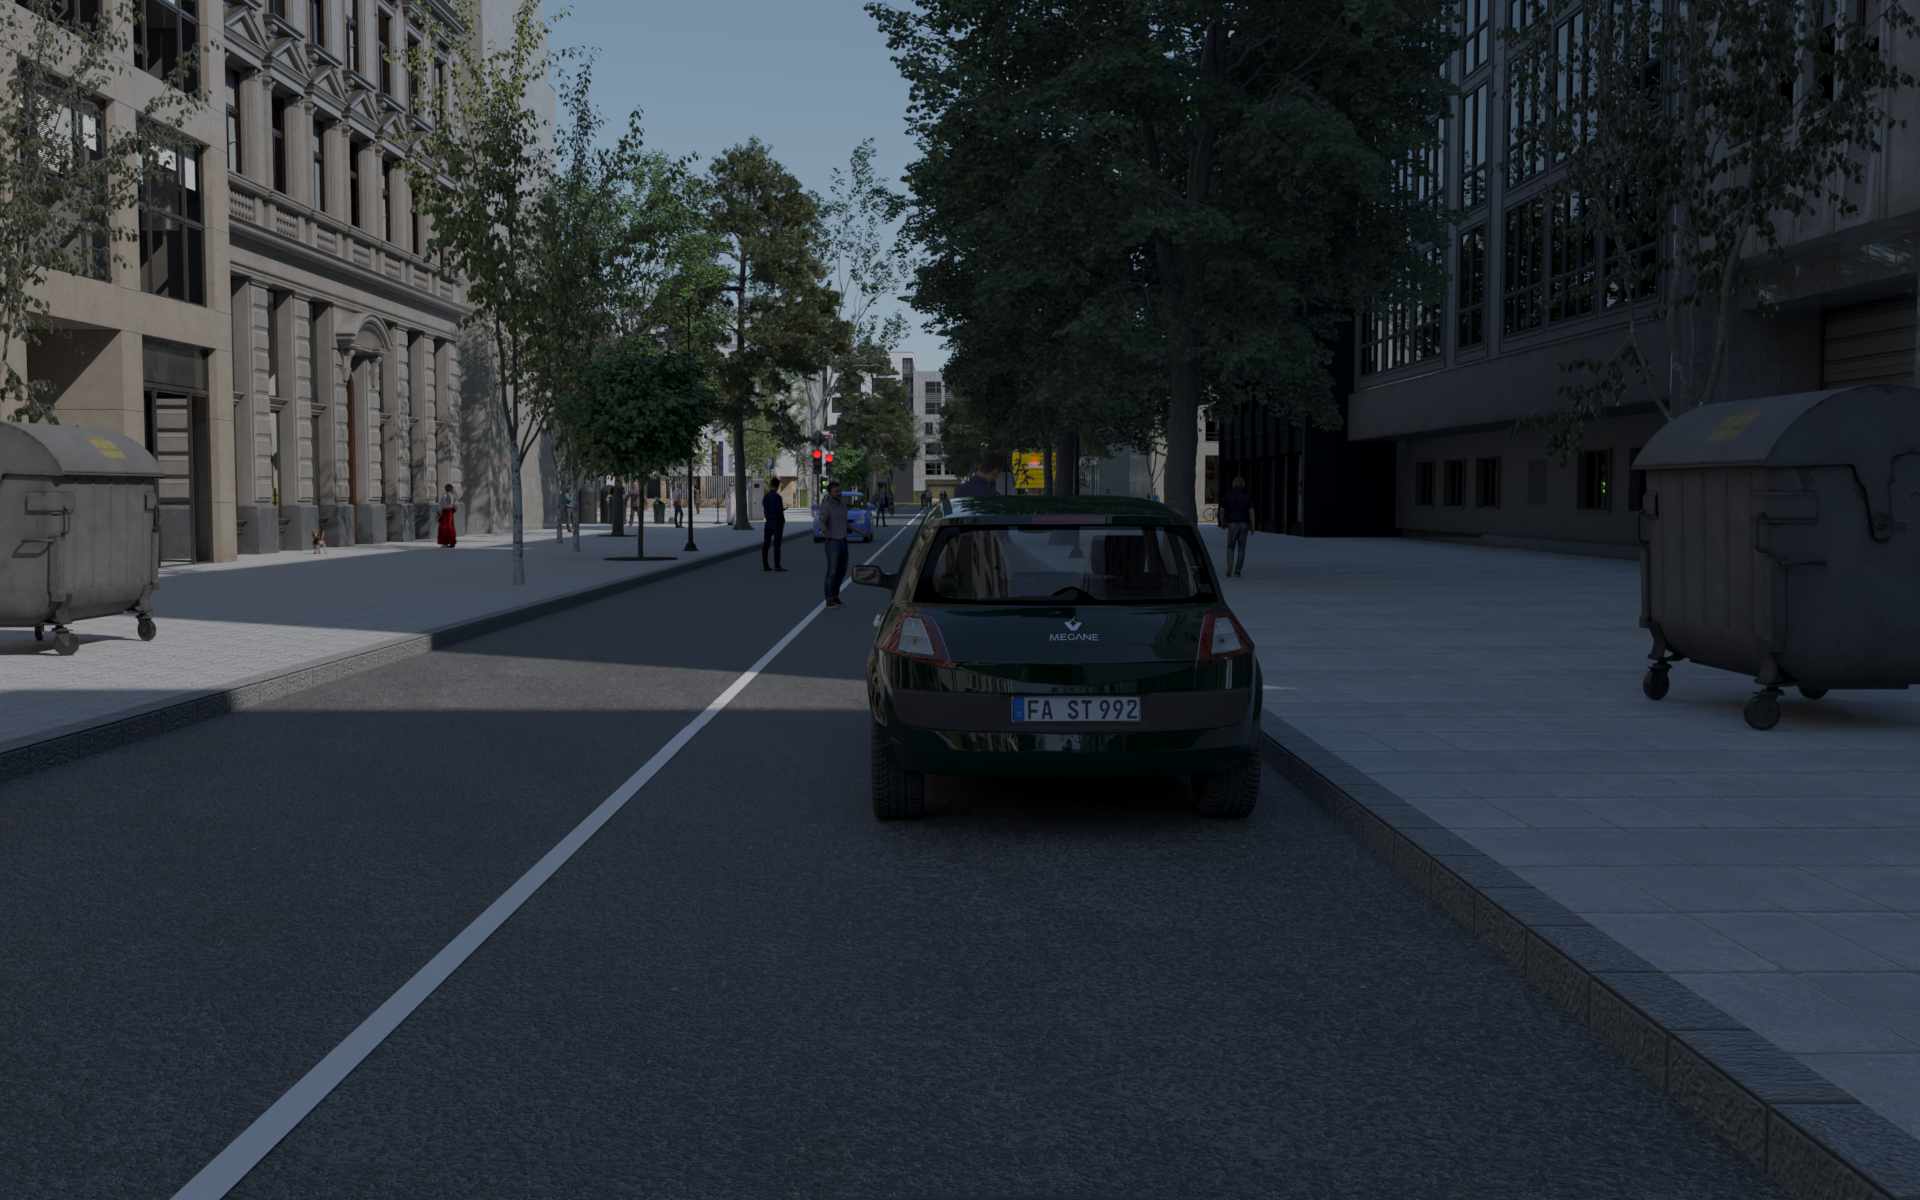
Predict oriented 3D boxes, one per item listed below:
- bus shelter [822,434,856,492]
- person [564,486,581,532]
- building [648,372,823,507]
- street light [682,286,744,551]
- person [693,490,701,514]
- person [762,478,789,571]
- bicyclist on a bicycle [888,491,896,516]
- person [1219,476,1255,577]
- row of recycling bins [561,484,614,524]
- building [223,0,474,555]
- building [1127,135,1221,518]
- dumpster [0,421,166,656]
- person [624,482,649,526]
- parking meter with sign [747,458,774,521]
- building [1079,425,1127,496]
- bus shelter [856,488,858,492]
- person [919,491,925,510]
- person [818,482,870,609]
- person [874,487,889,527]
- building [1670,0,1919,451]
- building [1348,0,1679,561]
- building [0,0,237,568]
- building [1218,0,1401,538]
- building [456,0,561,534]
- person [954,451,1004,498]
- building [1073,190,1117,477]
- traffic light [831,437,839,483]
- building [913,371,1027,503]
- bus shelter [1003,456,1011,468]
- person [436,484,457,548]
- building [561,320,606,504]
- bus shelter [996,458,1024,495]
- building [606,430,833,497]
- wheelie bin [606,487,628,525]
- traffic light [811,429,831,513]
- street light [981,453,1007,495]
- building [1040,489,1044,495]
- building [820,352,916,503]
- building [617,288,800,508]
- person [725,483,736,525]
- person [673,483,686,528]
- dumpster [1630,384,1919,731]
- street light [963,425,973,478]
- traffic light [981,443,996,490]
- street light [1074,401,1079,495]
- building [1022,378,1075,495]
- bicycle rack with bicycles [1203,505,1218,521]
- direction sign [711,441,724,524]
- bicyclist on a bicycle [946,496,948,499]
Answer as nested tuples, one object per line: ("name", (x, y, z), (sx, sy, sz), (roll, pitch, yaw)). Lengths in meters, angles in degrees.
("bus shelter", (-8.153, -8.595, 118.160), (2.179, 5.291, 8.768), (0, 4, -1))
("person", (-13.042, -3.043, 58.007), (0.429, 1.552, 0.499), (3, 5, 42))
("building", (-24.127, -19.480, 184.957), (16.747, 18.905, 31.486), (0, 4, -1))
("street light", (-5.517, -4.052, 38.788), (1.470, 5.913, 1.316), (0, 4, -1))
("person", (-16.874, -6.285, 111.067), (0.482, 1.546, 0.388), (-3, 4, -39))
("person", (-3.407, -1.406, 32.194), (0.576, 1.737, 0.504), (2, 4, 31))
("bicyclist on a bicycle", (-4.396, -6.177, 111.017), (1.499, 1.676, 1.625), (0, 3, 0))
("person", (4.224, -1.135, 26.814), (0.471, 1.553, 0.569), (-3, 5, -41))
("row of recycling bins", (-16.433, -4.121, 74.494), (3.534, 1.692, 1.069), (-1, 4, -9))
("building", (-19.705, -13.071, 42.594), (11.050, 23.489, 19.941), (0, 4, -1))
("building", (18.351, -14.713, 95.304), (16.860, 20.320, 10.420), (0, 4, -1))
("dumpster", (-7.602, -0.527, 14.370), (1.264, 1.857, 1.865), (0, 4, -1))
("person", (-12.989, -3.847, 69.501), (0.990, 1.755, 0.434), (-1, 4, -14))
("parking meter with sign", (-9.813, -5.311, 83.103), (1.738, 3.016, 0.543), (-3, 4, -36))
("building", (14.453, -16.515, 124.773), (10.420, 20.320, 16.860), (0, 4, -1))
("bus shelter", (-8.273, -8.244, 128.715), (2.014, 3.302, 5.546), (0, 4, -1))
("person", (-3.436, -9.060, 157.558), (0.530, 1.710, 0.541), (0, 4, -1))
("person", (-1.553, -0.693, 21.790), (0.435, 1.587, 0.963), (2, 4, 28))
("person", (-3.400, -4.035, 75.298), (0.655, 1.722, 0.431), (-1, 4, -21))
("building", (16.717, -12.072, 15.400), (12.078, 24.808, 19.932), (0, 4, -1))
("building", (18.246, -14.931, 37.631), (14.314, 27.812, 24.014), (0, 4, -1))
("building", (-23.139, -12.875, 15.025), (19.350, 26.468, 34.151), (0, 4, -1))
("building", (16.196, -13.988, 58.380), (12.332, 23.373, 15.834), (0, 4, -1))
("building", (-23.575, -12.571, 60.281), (16.860, 20.320, 10.420), (0, 4, -1))
("person", (0.199, -0.287, 13.643), (0.568, 1.767, 0.683), (-3, 5, -44))
("building", (16.760, -21.496, 144.971), (14.314, 27.812, 24.014), (0, 4, -1))
("traffic light", (-6.171, -5.691, 82.290), (0.839, 4.213, 0.868), (0, 4, -1))
("building", (8.975, -23.909, 257.377), (31.486, 18.905, 16.747), (0, 4, -1))
("bus shelter", (2.976, -7.109, 107.510), (1.731, 3.624, 6.357), (0, 4, -1))
("person", (-12.234, -2.006, 41.304), (0.387, 1.526, 0.523), (1, 4, 21))
("building", (-60.643, -22.431, 210.724), (32.646, 21.610, 27.936), (0, 4, -1))
("bus shelter", (2.862, -6.537, 100.804), (2.014, 3.302, 5.546), (0, 4, -1))
("building", (-30.395, -17.055, 220.990), (28.070, 9.664, 9.099), (0, 4, -1))
("wheelie bin", (-14.312, -3.958, 72.626), (0.980, 1.594, 0.693), (-2, 4, -33))
("traffic light", (-6.081, -5.203, 74.305), (0.839, 4.213, 0.868), (0, 4, -1))
("street light", (1.445, -6.229, 74.392), (1.470, 5.913, 1.316), (0, 4, -1))
("building", (22.912, -21.659, 198.102), (27.936, 21.610, 32.646), (0, 4, -1))
("building", (-23.149, -25.580, 262.200), (32.646, 21.610, 27.936), (0, 4, -1))
("building", (-23.388, -18.784, 163.534), (16.016, 20.091, 11.380), (0, 4, -1))
("person", (-9.370, -3.936, 71.071), (0.551, 1.740, 0.621), (0, 4, 4))
("person", (-10.577, -3.563, 65.241), (0.436, 1.711, 0.756), (-1, 4, -15))
("dumpster", (4.855, -0.262, 10.048), (1.264, 1.857, 1.865), (0, 4, -1))
("street light", (0.933, -8.846, 117.167), (1.470, 5.913, 1.316), (0, 4, -1))
("traffic light", (1.389, -5.697, 82.391), (0.839, 4.213, 0.868), (0, 4, -1))
("street light", (1.804, -3.798, 34.645), (1.470, 5.913, 1.316), (0, 4, -1))
("building", (16.015, -22.263, 220.413), (16.016, 20.091, 11.380), (0, 4, -1))
("bicycle rack with bicycles", (13.264, -4.258, 82.992), (2.925, 0.926, 2.852), (1, 4, 16))
("direction sign", (-10.333, -5.007, 73.856), (0.379, 3.537, 0.876), (2, 4, 25))
("bicyclist on a bicycle", (-1.725, -12.109, 207.997), (1.499, 1.676, 1.625), (0, 4, 1))
